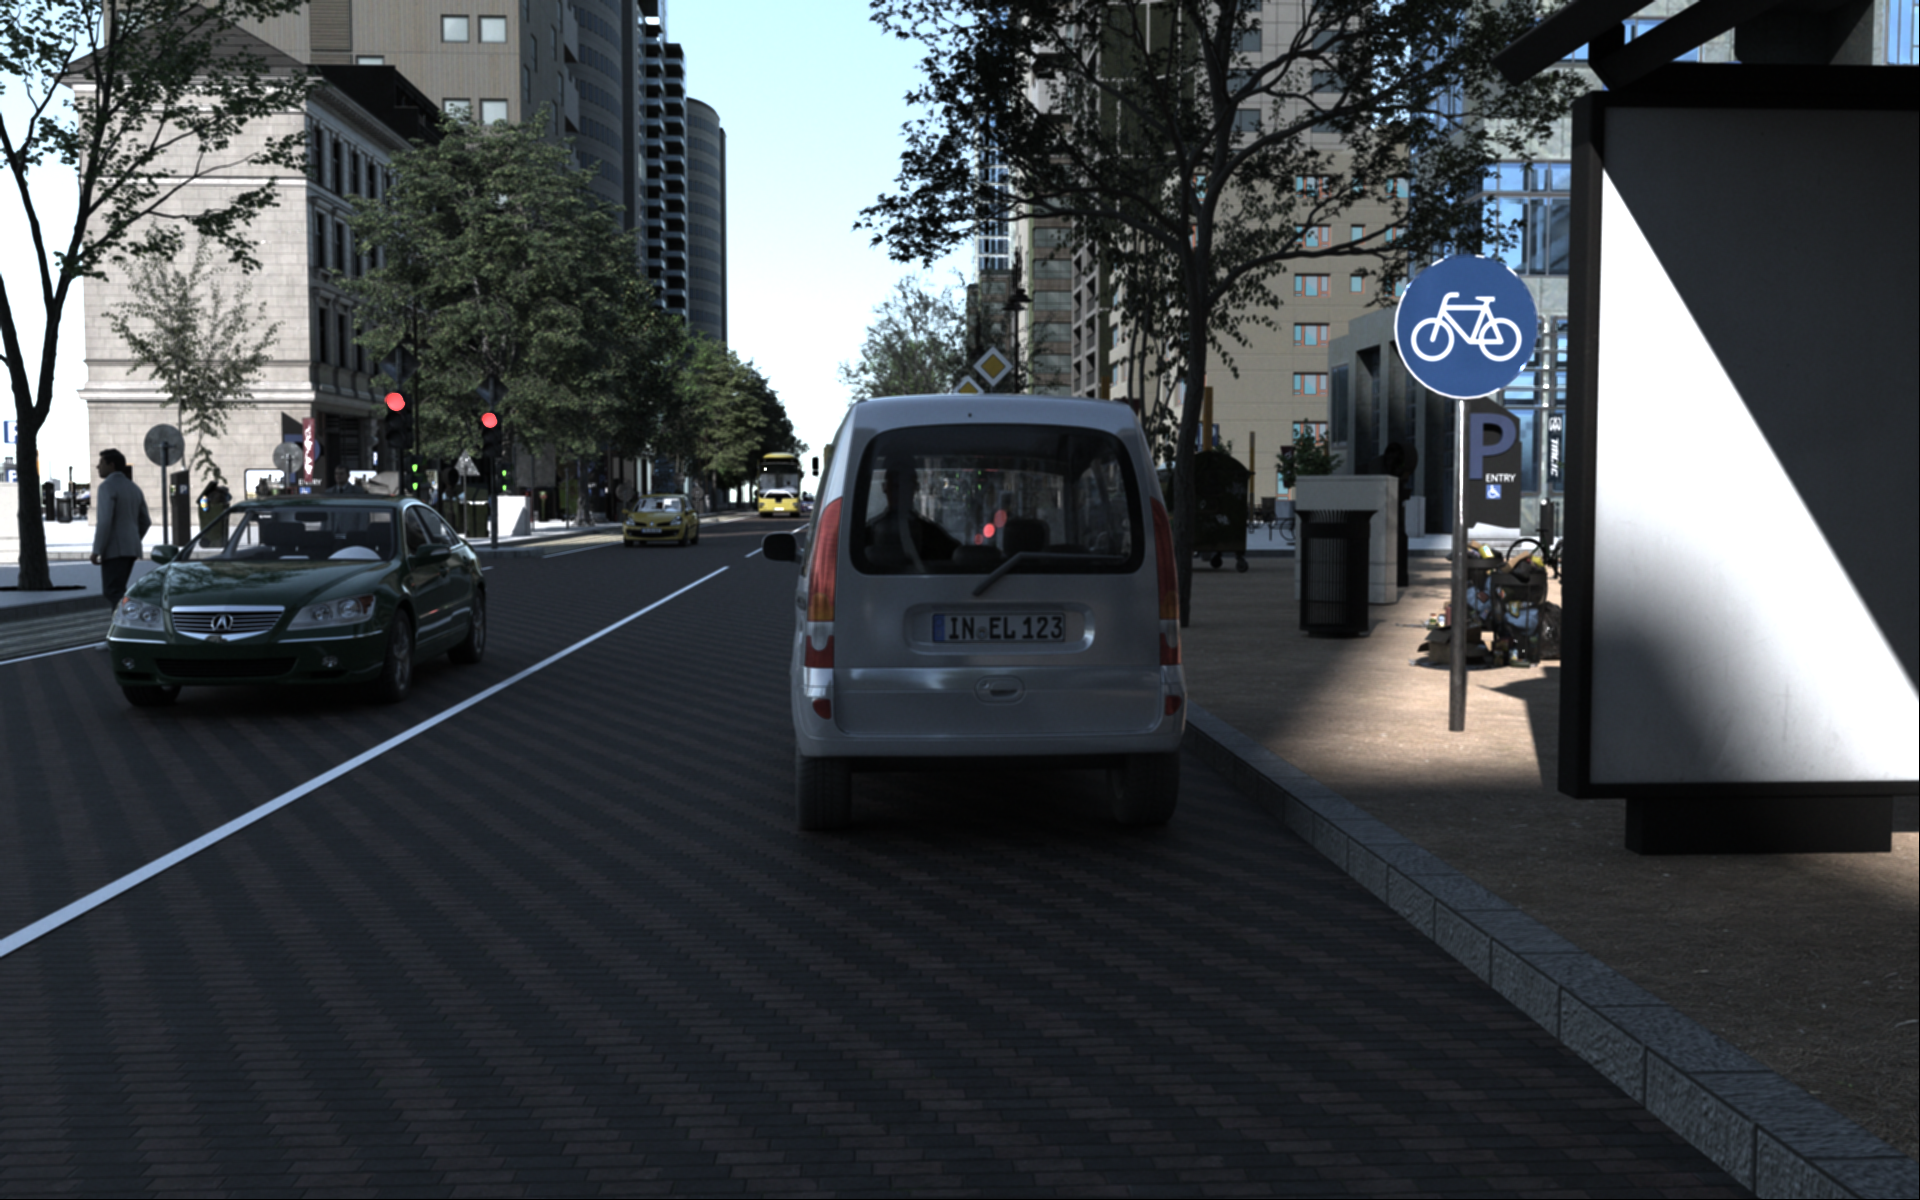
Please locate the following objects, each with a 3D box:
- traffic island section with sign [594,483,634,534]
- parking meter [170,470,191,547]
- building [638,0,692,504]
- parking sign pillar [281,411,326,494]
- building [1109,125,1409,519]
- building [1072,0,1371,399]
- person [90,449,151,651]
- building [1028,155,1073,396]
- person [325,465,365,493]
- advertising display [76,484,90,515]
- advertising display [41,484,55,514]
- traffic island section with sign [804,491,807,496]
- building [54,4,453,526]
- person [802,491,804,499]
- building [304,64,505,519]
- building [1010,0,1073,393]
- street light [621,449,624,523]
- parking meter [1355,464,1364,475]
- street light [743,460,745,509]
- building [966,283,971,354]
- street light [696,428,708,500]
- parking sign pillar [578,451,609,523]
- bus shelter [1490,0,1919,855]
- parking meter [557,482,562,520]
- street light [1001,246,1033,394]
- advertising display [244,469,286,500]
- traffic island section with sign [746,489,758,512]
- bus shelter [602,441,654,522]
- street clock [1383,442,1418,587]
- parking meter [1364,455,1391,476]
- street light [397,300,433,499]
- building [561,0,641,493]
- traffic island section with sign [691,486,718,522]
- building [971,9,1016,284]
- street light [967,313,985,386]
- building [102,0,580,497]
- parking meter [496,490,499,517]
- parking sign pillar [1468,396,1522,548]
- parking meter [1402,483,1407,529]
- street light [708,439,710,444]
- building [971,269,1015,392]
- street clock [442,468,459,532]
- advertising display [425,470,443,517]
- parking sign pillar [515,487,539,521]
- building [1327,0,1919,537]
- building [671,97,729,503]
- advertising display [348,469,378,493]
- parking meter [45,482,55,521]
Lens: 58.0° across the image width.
[{"bbox_3d":[-12.081,-3.294,62.486,1.989,1.847,2.006,0,4,-3],"label":"traffic island section with sign"},{"bbox_3d":[-18.933,-2.223,42.056,0.255,1.863,0.399,2,4,33],"label":"parking meter"},{"bbox_3d":[-45.576,-55.661,222.721,22.319,86.520,31.000,0,4,-3],"label":"building"},{"bbox_3d":[-21.428,-4.166,56.590,1.447,3.967,1.447,-1,4,-22],"label":"parking sign pillar"},{"bbox_3d":[24.654,-15.786,103.133,27.650,21.520,28.899,0,4,-3],"label":"building"},{"bbox_3d":[17.550,-42.204,128.285,20.563,71.187,20.611,0,4,-3],"label":"building"},{"bbox_3d":[-7.557,-0.451,15.721,0.795,1.843,0.661,1,4,9],"label":"person"},{"bbox_3d":[12.566,-22.930,146.610,14.160,30.474,14.107,0,4,-3],"label":"building"},{"bbox_3d":[-8.016,-0.843,22.383,0.694,1.812,0.767,0,4,5],"label":"person"},{"bbox_3d":[-54.299,-6.237,107.194,0.123,1.923,0.974,3,5,41],"label":"advertising display"},{"bbox_3d":[-57.604,-6.384,109.585,0.123,1.923,0.974,2,4,32],"label":"advertising display"},{"bbox_3d":[-22.261,-14.735,249.541,1.989,1.847,2.006,0,4,-3],"label":"traffic island section with sign"},{"bbox_3d":[-30.309,-13.387,69.782,10.553,20.767,40.483,0,4,-3],"label":"building"},{"bbox_3d":[-21.257,-13.880,235.417,0.705,1.826,1.348,1,4,10],"label":"person"},{"bbox_3d":[-33.446,-16.392,97.680,12.332,23.373,15.834,0,4,-3],"label":"building"},{"bbox_3d":[19.833,-35.392,167.894,28.713,52.752,27.495,0,4,-3],"label":"building"},{"bbox_3d":[-14.890,-6.337,76.393,0.468,5.910,1.993,0,4,-3],"label":"street light"},{"bbox_3d":[7.120,-1.512,30.430,0.399,1.863,0.255,1,4,23],"label":"parking meter"},{"bbox_3d":[-19.009,-10.972,152.175,0.468,5.910,1.993,0,4,-3],"label":"street light"},{"bbox_3d":[7.731,-28.509,237.820,14.160,30.474,14.107,0,4,-3],"label":"building"},{"bbox_3d":[-16.753,-8.480,111.432,0.468,5.910,1.993,0,4,-3],"label":"street light"},{"bbox_3d":[-16.284,-5.386,76.536,1.447,3.967,1.447,2,4,33],"label":"parking sign pillar"},{"bbox_3d":[3.085,-0.594,3.639,2.014,3.302,5.546,0,4,-3],"label":"bus shelter"},{"bbox_3d":[-20.067,-4.963,86.850,0.255,1.863,0.399,-1,4,-8],"label":"parking meter"},{"bbox_3d":[1.061,-3.653,32.510,0.468,5.910,1.993,0,4,-3],"label":"street light"},{"bbox_3d":[-17.700,-2.383,44.168,0.974,1.923,0.123,-1,4,-17],"label":"advertising display"},{"bbox_3d":[-16.311,-8.050,140.245,1.989,1.847,2.006,0,4,-3],"label":"traffic island section with sign"},{"bbox_3d":[-16.287,-6.477,83.535,2.179,5.291,8.768,0,4,-3],"label":"bus shelter"},{"bbox_3d":[6.090,-1.188,23.986,0.358,2.002,0.471,-2,4,-24],"label":"street clock"},{"bbox_3d":[6.295,-1.235,25.903,0.255,1.863,0.399,-1,4,-19],"label":"parking meter"},{"bbox_3d":[-12.965,-4.194,41.358,0.468,5.910,1.993,0,4,-3],"label":"street light"},{"bbox_3d":[-40.995,-37.476,154.733,21.231,58.520,28.212,0,4,-3],"label":"building"},{"bbox_3d":[-13.560,-4.961,89.734,1.989,1.847,2.006,0,4,-3],"label":"traffic island section with sign"},{"bbox_3d":[10.550,-57.868,258.807,22.319,86.520,31.000,0,4,-3],"label":"building"},{"bbox_3d":[0.459,-4.383,44.444,0.468,5.910,1.993,0,4,-3],"label":"street light"},{"bbox_3d":[-43.137,-32.872,126.690,28.713,52.752,27.495,0,4,-3],"label":"building"},{"bbox_3d":[-25.859,-5.411,96.887,0.372,1.533,0.369,0,3,0],"label":"parking meter"},{"bbox_3d":[12.840,-3.261,41.783,1.447,3.967,1.447,0,4,7],"label":"parking sign pillar"},{"bbox_3d":[6.177,-1.000,24.768,0.372,1.533,0.369,0,3,0],"label":"parking meter"},{"bbox_3d":[-17.103,-8.813,116.886,0.468,5.910,1.993,0,4,-3],"label":"street light"},{"bbox_3d":[9.270,-27.621,223.300,14.160,30.474,14.107,0,4,-3],"label":"building"},{"bbox_3d":[-14.152,-2.666,48.163,0.358,2.002,0.471,2,4,24],"label":"street clock"},{"bbox_3d":[-14.007,-2.504,46.146,0.123,1.923,0.974,-3,4,-36],"label":"advertising display"},{"bbox_3d":[-20.949,-5.812,83.500,1.447,3.967,1.447,2,4,28],"label":"parking sign pillar"},{"bbox_3d":[30.013,-45.777,61.118,31.000,86.520,22.319,0,4,-3],"label":"building"},{"bbox_3d":[-45.630,-43.502,253.249,21.231,58.520,28.212,0,4,-3],"label":"building"},{"bbox_3d":[-15.491,-2.416,44.715,0.974,1.923,0.123,-3,5,-44],"label":"advertising display"},{"bbox_3d":[-43.175,-4.676,82.167,0.255,1.863,0.399,0,4,8],"label":"parking meter"}]
